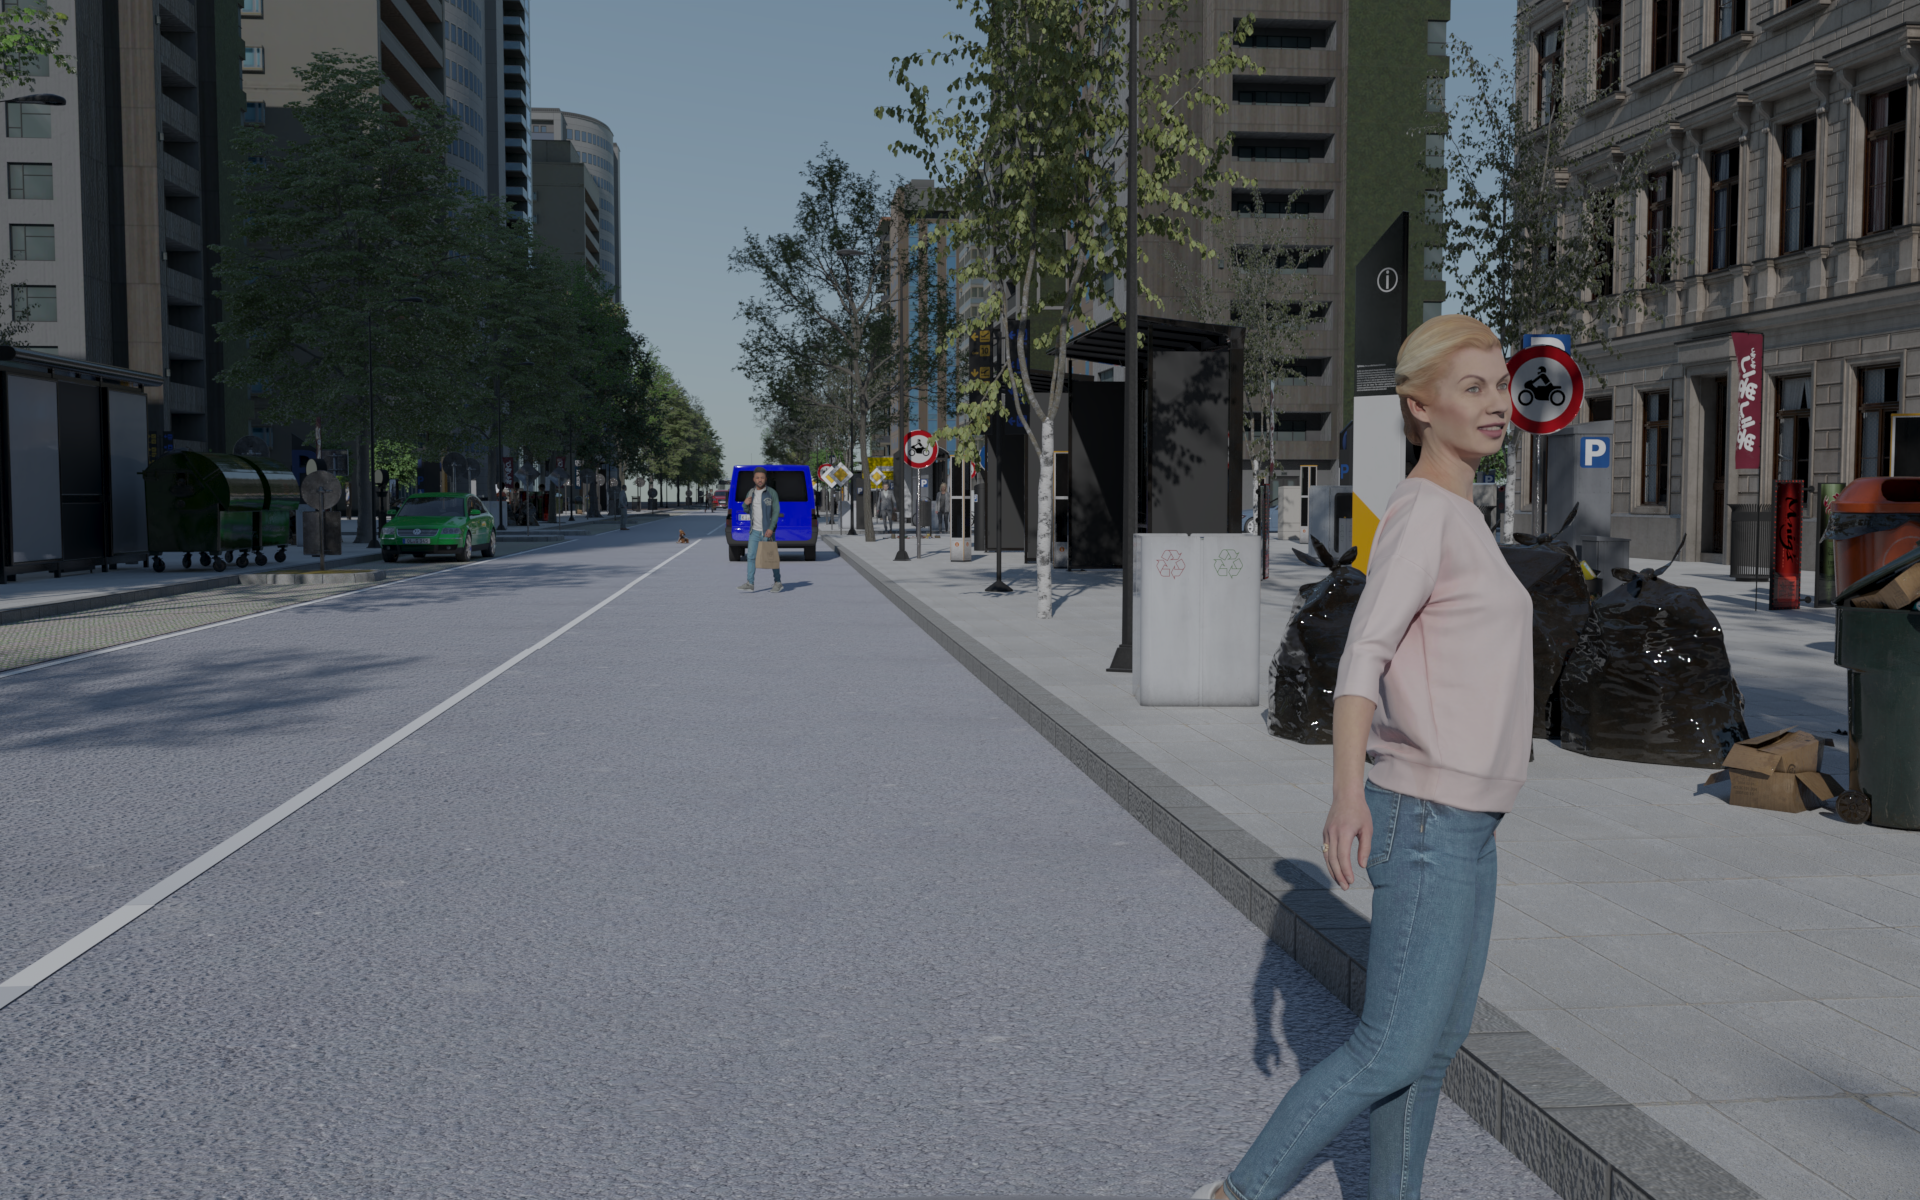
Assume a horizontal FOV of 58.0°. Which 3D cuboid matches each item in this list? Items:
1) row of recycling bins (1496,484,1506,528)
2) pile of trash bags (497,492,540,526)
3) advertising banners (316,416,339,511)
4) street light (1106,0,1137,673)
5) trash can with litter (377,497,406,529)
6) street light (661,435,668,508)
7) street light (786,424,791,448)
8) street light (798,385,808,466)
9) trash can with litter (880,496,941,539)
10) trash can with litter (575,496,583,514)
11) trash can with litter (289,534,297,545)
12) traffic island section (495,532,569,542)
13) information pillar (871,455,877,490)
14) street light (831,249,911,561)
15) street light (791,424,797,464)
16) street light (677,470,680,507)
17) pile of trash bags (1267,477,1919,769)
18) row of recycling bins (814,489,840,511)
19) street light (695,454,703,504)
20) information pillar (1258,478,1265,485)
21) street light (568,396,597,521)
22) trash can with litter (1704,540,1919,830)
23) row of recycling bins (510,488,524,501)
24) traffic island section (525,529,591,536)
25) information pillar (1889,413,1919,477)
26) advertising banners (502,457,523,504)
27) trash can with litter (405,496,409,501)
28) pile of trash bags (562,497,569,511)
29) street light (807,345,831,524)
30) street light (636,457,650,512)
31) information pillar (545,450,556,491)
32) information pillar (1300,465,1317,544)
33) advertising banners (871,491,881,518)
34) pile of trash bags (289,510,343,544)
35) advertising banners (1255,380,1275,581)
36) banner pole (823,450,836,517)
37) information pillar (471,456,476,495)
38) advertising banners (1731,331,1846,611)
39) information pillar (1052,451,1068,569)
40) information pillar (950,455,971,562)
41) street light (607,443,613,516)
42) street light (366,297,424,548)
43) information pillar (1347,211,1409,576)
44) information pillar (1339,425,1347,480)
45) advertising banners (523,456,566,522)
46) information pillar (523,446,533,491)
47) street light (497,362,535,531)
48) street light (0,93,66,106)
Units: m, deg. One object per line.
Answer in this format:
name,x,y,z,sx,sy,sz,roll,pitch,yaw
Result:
row of recycling bins,20.631,-3.631,66.473,1.069,1.692,3.534,-3,5,-39
pile of trash bags,-18.307,-3.696,70.177,1.912,1.369,3.447,-2,4,-27
advertising banners,-14.001,-2.576,38.306,0.090,3.025,2.074,-2,4,-31
street light,0.691,-2.434,12.339,1.470,5.913,1.316,0,4,-6
trash can with litter,-19.857,-3.004,60.502,1.055,1.170,0.624,0,4,7
street light,-23.978,-10.033,136.573,1.470,5.913,1.316,0,4,-6
street light,-10.671,-8.715,115.026,1.470,5.913,1.316,0,4,-6
street light,-5.967,-6.150,73.100,1.470,5.913,1.316,0,4,-6
trash can with litter,-1.428,-2.387,50.080,2.233,1.210,1.678,-3,4,-36
trash can with litter,-28.582,-7.283,130.463,0.624,1.170,1.055,0,4,8
trash can with litter,-16.920,-1.957,43.392,1.055,1.170,0.624,-2,4,-33
traffic island section,-13.220,-1.876,52.945,2.009,0.180,2.903,0,4,-6
information pillar,-5.192,-6.879,103.827,0.504,3.616,0.183,1,4,16
street light,-1.653,-3.702,33.074,1.470,5.913,1.316,0,4,-6
street light,-8.270,-7.419,93.839,1.470,5.913,1.316,0,4,-6
street light,-26.117,-11.306,157.388,1.470,5.913,1.316,0,4,-6
pile of trash bags,3.394,0.053,8.894,3.447,1.369,1.912,0,4,-4
row of recycling bins,-10.775,-7.647,132.135,3.534,1.692,1.069,-1,4,-10
street light,-30.652,-13.843,198.876,1.470,5.913,1.316,0,4,-6
information pillar,13.463,-4.468,77.540,0.304,2.012,0.304,-1,4,-14
street light,-17.904,-6.702,82.118,1.470,5.913,1.316,0,4,-6
trash can with litter,3.516,0.277,6.858,0.624,1.170,1.055,-3,5,-43
row of recycling bins,-29.613,-6.642,115.705,3.534,1.692,1.069,3,5,42
traffic island section,-14.091,-2.361,60.883,2.009,0.180,2.903,0,4,-6
information pillar,8.691,-0.698,15.907,0.304,2.012,0.304,2,4,28
advertising banners,-20.557,-5.238,81.834,2.074,3.025,0.090,-1,4,-20
trash can with litter,-41.021,-7.121,127.488,1.678,1.210,2.233,-1,4,-20
pile of trash bags,-30.321,-7.352,129.951,1.912,1.369,3.447,-1,4,-11
street light,-3.902,-4.972,53.832,1.470,5.913,1.316,0,4,-6
street light,-22.474,-9.247,123.722,1.470,5.913,1.316,0,4,-6
information pillar,-19.567,-5.586,82.684,0.504,3.616,0.183,-1,4,-16
information pillar,8.908,-2.434,44.290,0.304,2.012,0.304,-3,4,-38
advertising banners,-3.803,-6.164,96.962,2.074,3.025,0.090,-1,4,-17
pile of trash bags,-17.806,-2.164,45.129,3.447,1.369,1.912,0,4,-3
advertising banners,4.614,-1.829,26.091,0.090,3.025,2.074,1,4,16
banner pole,-7.329,-6.595,97.844,0.863,3.779,0.401,-3,4,-37
information pillar,-29.837,-7.015,106.045,0.183,3.616,0.504,2,4,34
advertising banners,9.168,-1.403,19.124,2.074,3.025,0.090,-2,4,-28
information pillar,1.742,-1.546,29.767,0.304,2.012,0.304,0,4,-2
information pillar,0.015,-1.722,32.646,0.304,2.012,0.304,2,4,29
street light,-20.295,-7.977,102.969,1.470,5.913,1.316,0,4,-6
street light,-13.349,-4.183,40.940,1.470,5.913,1.316,0,4,-6
information pillar,3.549,-1.422,14.602,0.183,3.616,0.504,-3,5,-41
information pillar,12.228,-3.885,54.872,0.504,3.616,0.183,-2,4,-27
advertising banners,-19.263,-5.164,80.612,2.074,3.025,0.090,1,4,15
information pillar,-20.828,-5.636,83.509,0.504,3.616,0.183,1,4,14
street light,-15.642,-5.407,60.941,1.470,5.913,1.316,0,4,-6
street light,-11.072,-2.915,20.197,1.470,5.913,1.316,0,4,-6
